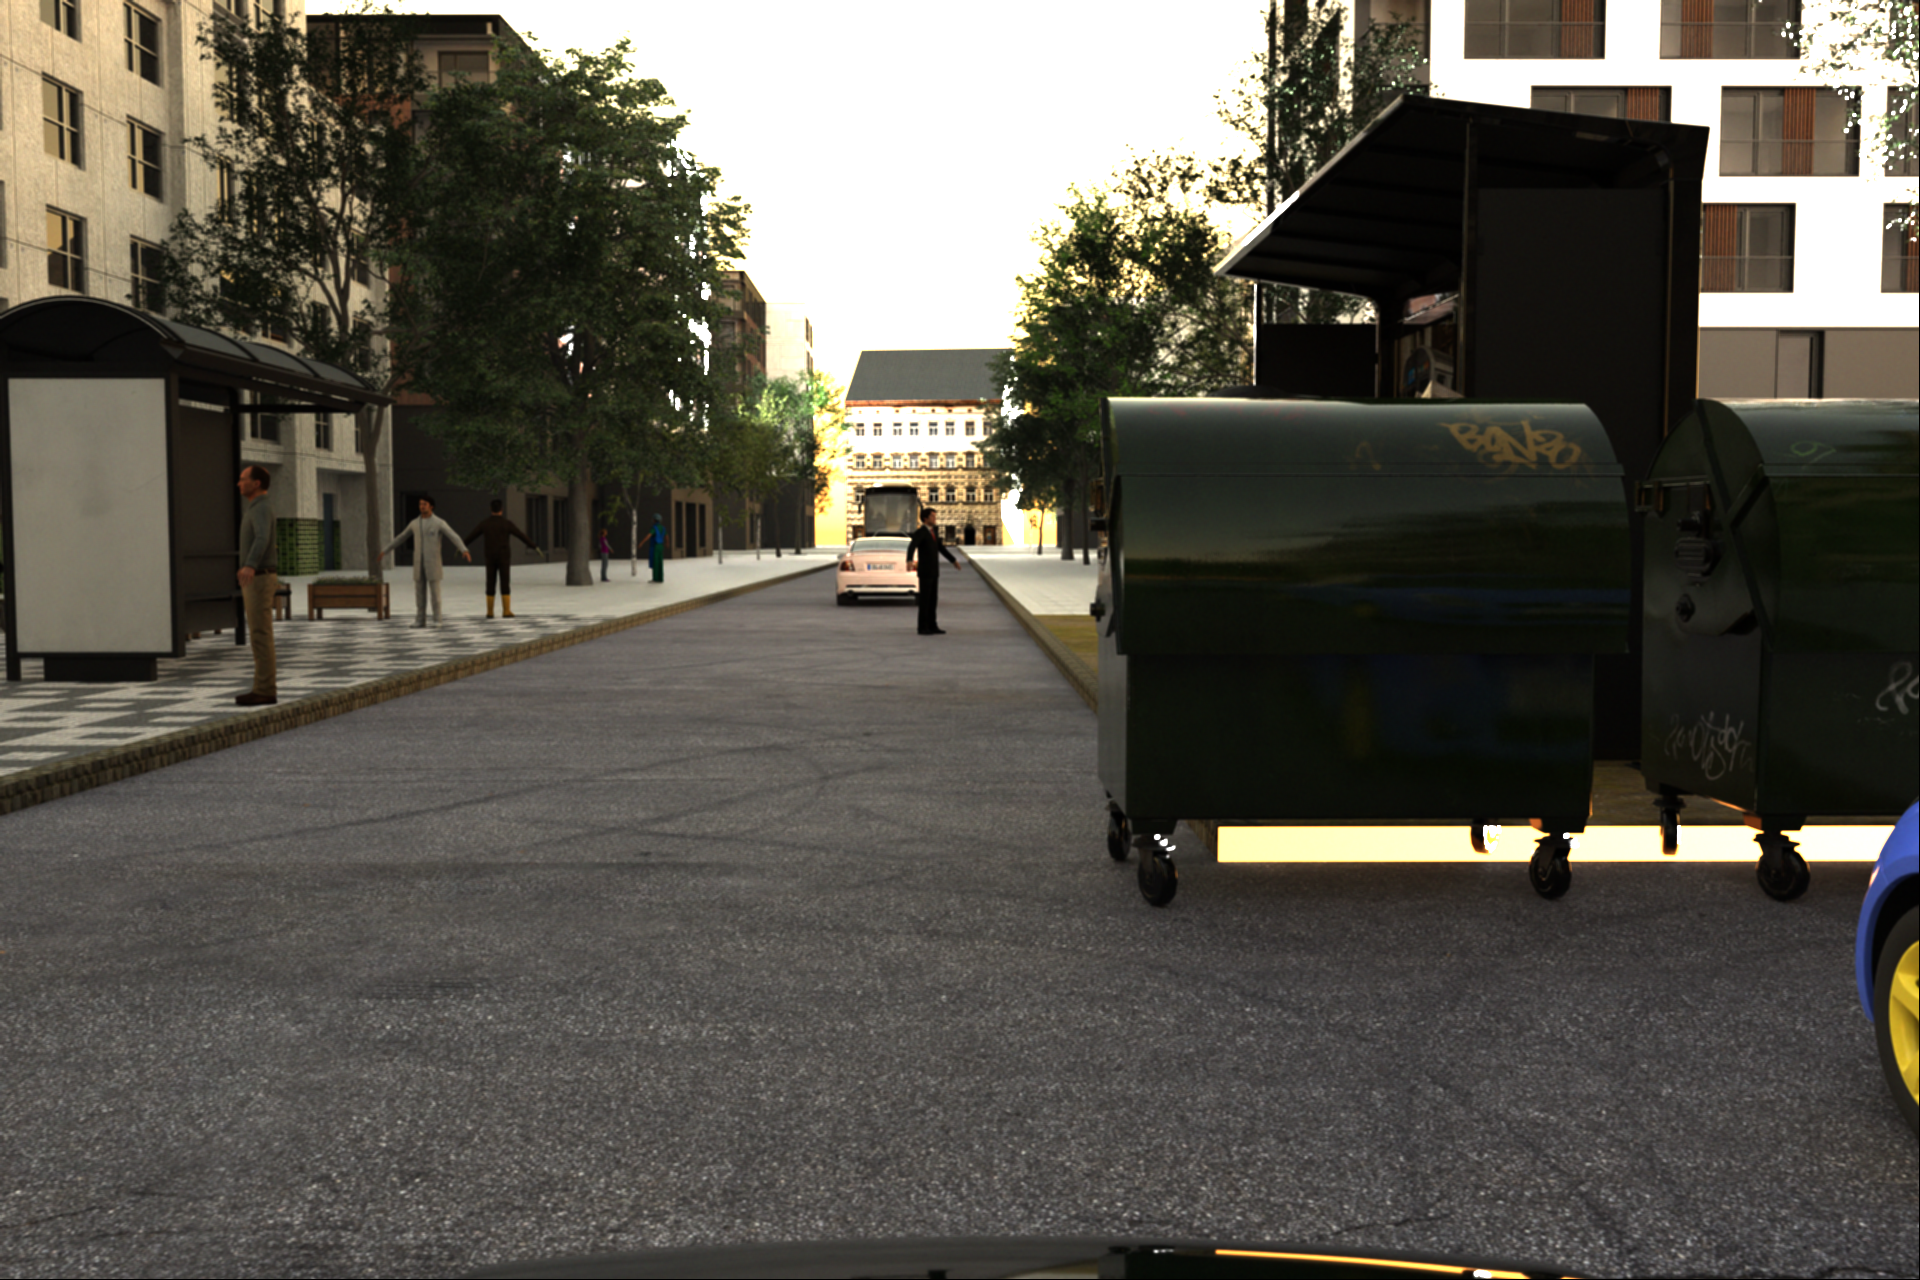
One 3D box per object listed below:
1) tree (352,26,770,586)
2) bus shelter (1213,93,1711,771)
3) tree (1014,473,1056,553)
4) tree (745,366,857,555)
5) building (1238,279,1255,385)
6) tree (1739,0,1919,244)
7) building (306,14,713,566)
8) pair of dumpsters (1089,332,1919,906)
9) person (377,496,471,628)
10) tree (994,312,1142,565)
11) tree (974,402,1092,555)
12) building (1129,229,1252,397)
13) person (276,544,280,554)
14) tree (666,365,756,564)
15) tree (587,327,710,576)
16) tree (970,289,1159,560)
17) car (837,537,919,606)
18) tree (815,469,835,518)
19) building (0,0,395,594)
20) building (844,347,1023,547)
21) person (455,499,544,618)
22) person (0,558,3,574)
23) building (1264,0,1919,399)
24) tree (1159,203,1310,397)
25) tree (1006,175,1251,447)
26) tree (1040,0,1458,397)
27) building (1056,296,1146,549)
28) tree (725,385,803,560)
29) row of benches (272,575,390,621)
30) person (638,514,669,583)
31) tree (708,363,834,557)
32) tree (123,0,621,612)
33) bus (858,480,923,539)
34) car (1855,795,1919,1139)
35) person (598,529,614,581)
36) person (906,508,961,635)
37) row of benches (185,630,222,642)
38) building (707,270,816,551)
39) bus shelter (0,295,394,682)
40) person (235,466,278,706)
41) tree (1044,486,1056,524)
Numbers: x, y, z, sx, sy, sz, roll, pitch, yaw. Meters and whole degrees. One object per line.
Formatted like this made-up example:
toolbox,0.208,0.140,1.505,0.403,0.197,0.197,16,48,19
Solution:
tree,-9.626,-8.330,42.843,9.857,13.997,8.962,0,3,0
bus shelter,3.163,-1.291,12.398,1.731,3.624,6.357,0,4,-1
tree,4.915,-10.032,114.386,4.737,8.622,4.395,0,3,0
tree,-9.860,-11.052,106.458,9.928,11.665,9.643,0,3,0
building,24.729,-15.651,86.830,19.493,23.208,18.063,0,4,0
tree,11.787,-6.420,15.342,12.009,13.543,11.850,0,3,0
building,-28.487,-14.730,84.813,27.936,21.610,32.646,0,4,0
pair of dumpsters,2.749,-0.137,7.190,4.436,2.255,1.574,0,4,-1
person,-7.315,-1.074,23.746,1.347,1.806,0.705,1,4,9
tree,4.936,-8.405,71.832,7.601,10.594,8.767,-1,4,-11
tree,5.024,-10.531,106.597,8.767,10.594,7.601,-1,4,-20
building,20.971,-18.514,133.634,19.493,23.208,18.063,0,3,0
person,-12.230,-1.485,30.748,0.721,1.772,1.216,-1,4,-14
tree,-10.522,-7.585,74.385,4.737,8.622,4.395,0,3,0
tree,-9.961,-6.300,53.372,4.737,8.622,4.395,0,3,0
tree,5.240,-10.937,85.480,9.857,13.997,8.962,0,3,0
car,-1.555,-1.452,36.104,2.083,1.381,4.827,0,4,0
tree,-18.008,-16.314,201.150,7.601,10.594,8.767,0,4,-3
building,-28.490,-10.941,45.346,16.747,18.905,31.486,0,3,0
building,-2.709,-22.665,203.954,18.063,23.208,19.493,1,4,9
person,-7.075,-1.247,26.529,1.346,1.812,0.704,0,4,-3
person,-9.633,-0.646,16.330,0.705,1.858,1.354,2,4,28
building,23.811,-13.140,58.807,27.936,21.610,32.646,0,4,0
tree,5.797,-5.446,39.410,4.360,8.622,3.978,0,3,0
tree,4.931,-7.671,51.171,9.928,11.665,9.643,0,3,0
tree,5.596,-5.823,29.611,8.767,10.594,7.601,-1,4,-9
building,22.977,-19.647,165.209,27.936,21.610,32.646,0,4,0
tree,-9.958,-8.296,86.009,4.737,8.622,4.395,0,3,0
row of benches,-10.451,-0.624,25.662,4.104,0.672,1.422,0,4,-8
person,-7.993,-2.409,45.506,0.704,1.817,1.347,2,4,25
tree,-10.342,-9.839,95.277,7.601,10.594,8.767,0,4,3
tree,-9.569,-5.758,28.550,8.767,10.594,7.601,0,4,3
bus,-3.171,-5.595,83.027,2.896,3.916,12.252,0,4,-1
car,3.083,0.412,2.858,1.945,1.707,3.694,0,4,-1
person,-9.598,-2.309,47.023,0.599,1.433,0.991,-2,4,-28
person,-0.428,-0.986,24.757,0.705,1.806,1.347,2,4,32
row of benches,-9.449,-0.292,20.230,1.422,0.672,4.104,-1,4,-9
building,-27.528,-18.738,150.348,27.936,21.610,32.646,0,4,-1
bus shelter,-7.578,-1.441,17.487,2.014,3.302,5.546,0,4,-1
person,-5.331,-0.417,13.095,0.705,1.796,1.348,-1,4,-23
tree,13.295,-17.315,201.224,7.486,12.596,7.792,0,3,0
